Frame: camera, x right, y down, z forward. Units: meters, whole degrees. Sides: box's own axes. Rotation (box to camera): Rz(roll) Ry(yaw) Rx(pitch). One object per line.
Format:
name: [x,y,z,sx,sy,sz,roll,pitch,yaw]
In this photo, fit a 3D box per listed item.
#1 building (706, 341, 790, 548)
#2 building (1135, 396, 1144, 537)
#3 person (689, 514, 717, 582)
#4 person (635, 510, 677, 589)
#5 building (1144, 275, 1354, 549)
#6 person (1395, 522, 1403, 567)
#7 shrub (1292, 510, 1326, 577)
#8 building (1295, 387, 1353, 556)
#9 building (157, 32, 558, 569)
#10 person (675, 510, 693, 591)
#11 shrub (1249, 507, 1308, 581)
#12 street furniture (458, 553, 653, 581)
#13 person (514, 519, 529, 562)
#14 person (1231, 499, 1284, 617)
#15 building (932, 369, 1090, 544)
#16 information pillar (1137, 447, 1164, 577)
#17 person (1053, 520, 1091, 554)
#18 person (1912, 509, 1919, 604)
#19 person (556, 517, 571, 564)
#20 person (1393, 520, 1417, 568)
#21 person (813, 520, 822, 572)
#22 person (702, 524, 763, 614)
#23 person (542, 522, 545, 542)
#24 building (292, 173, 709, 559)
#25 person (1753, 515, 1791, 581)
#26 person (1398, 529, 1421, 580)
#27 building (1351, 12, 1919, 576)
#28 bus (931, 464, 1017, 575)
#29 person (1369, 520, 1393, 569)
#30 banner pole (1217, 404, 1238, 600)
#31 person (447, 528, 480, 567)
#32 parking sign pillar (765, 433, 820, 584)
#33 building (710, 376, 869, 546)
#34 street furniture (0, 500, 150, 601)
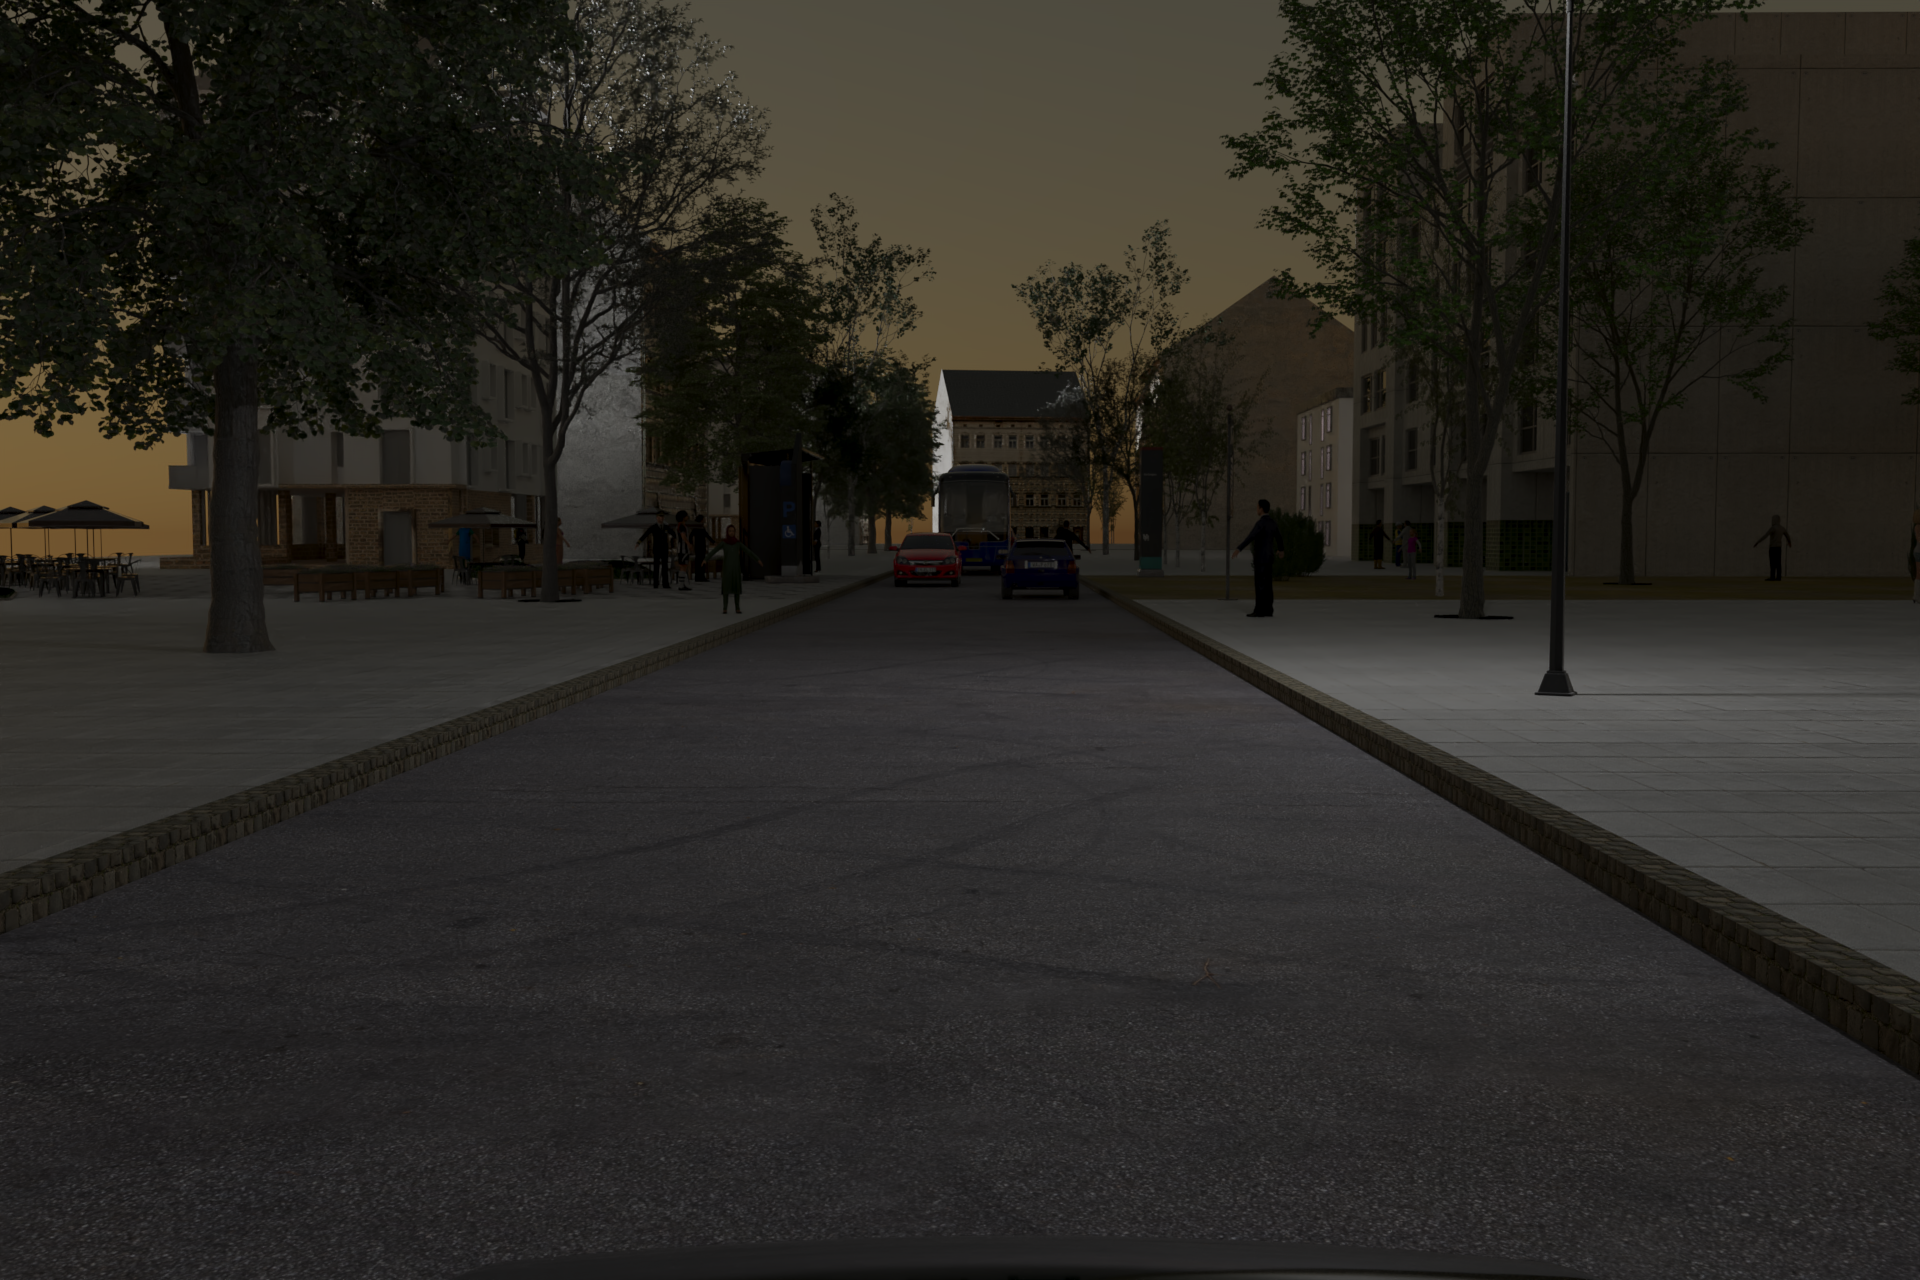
building: [-22.328,-18.785,163.555,16.016,20.090,11.380,0,4,2]
building: [29.237,-21.926,189.423,19.493,23.208,18.063,0,4,1]
person: [-6.944,-2.464,46.468,0.705,1.806,1.347,-3,5,-42]
person: [-7.043,-2.132,40.799,1.347,1.837,0.705,-2,4,-30]
building: [26.817,-19.925,156.702,19.493,23.208,18.063,0,4,1]
person: [17.309,-3.763,67.987,0.721,1.772,1.216,0,4,1]
shrub: [10.234,-2.916,52.099,1.690,2.028,1.600,0,3,0]
building: [26.083,-9.603,99.155,9.099,9.664,28.070,0,4,1]
building: [-23.201,-12.735,64.633,16.016,20.090,11.380,0,4,0]
person: [-6.256,-2.028,39.297,0.704,1.843,1.345,-1,4,-16]
shrub: [8.660,-2.641,47.215,1.661,2.075,1.752,0,3,0]
street furniture: [-11.918,-2.246,52.341,5.734,0.657,10.072,0,4,-8]
person: [-16.658,-3.679,65.937,0.705,1.856,1.354,-2,4,-24]
person: [4.673,-1.270,26.816,0.704,1.823,1.345,3,5,43]
building: [6.518,-24.324,231.089,18.063,23.208,19.493,-1,4,-8]
information pillar: [5.713,-3.820,51.838,0.750,3.857,0.750,0,4,1]
person: [2.883,-2.324,46.680,1.346,1.802,0.704,2,4,26]
person: [17.821,-1.550,31.952,0.721,1.753,1.214,2,4,33]
person: [-10.604,-2.401,46.058,0.721,1.733,1.217,-2,4,-30]
person: [16.935,-3.640,65.700,1.347,1.806,0.705,-2,4,-34]
person: [-4.862,-3.146,58.156,0.721,1.740,1.216,0,4,-6]
person: [-3.664,-1.139,27.829,0.989,1.438,0.599,-1,4,-17]
person: [-16.084,-3.751,67.550,0.704,1.802,1.346,0,4,3]
building: [-25.174,-16.336,98.028,19.493,23.208,18.063,0,4,2]
person: [22.296,-2.525,47.405,1.348,1.813,0.705,-1,4,-22]
person: [12.651,-2.410,48.675,0.599,1.433,0.991,-2,4,-24]
building: [27.109,-12.298,67.529,16.747,18.905,31.486,0,4,1]
bus: [0.590,-4.459,64.444,2.896,3.916,12.251,0,4,1]
person: [15.333,-3.498,63.327,0.704,1.812,1.346,-2,4,-25]
banner pole: [5.196,-2.647,33.302,0.401,3.779,0.863,0,4,1]
person: [-17.679,-3.404,61.782,1.347,1.817,0.704,1,4,17]
parking sign pillar: [-4.417,-3.487,45.486,1.447,3.967,1.447,0,4,1]
building: [-20.173,-22.693,201.957,19.493,23.208,18.063,0,4,2]
street furniture: [-27.859,-2.363,43.670,14.083,1.986,27.439,-2,4,-29]
